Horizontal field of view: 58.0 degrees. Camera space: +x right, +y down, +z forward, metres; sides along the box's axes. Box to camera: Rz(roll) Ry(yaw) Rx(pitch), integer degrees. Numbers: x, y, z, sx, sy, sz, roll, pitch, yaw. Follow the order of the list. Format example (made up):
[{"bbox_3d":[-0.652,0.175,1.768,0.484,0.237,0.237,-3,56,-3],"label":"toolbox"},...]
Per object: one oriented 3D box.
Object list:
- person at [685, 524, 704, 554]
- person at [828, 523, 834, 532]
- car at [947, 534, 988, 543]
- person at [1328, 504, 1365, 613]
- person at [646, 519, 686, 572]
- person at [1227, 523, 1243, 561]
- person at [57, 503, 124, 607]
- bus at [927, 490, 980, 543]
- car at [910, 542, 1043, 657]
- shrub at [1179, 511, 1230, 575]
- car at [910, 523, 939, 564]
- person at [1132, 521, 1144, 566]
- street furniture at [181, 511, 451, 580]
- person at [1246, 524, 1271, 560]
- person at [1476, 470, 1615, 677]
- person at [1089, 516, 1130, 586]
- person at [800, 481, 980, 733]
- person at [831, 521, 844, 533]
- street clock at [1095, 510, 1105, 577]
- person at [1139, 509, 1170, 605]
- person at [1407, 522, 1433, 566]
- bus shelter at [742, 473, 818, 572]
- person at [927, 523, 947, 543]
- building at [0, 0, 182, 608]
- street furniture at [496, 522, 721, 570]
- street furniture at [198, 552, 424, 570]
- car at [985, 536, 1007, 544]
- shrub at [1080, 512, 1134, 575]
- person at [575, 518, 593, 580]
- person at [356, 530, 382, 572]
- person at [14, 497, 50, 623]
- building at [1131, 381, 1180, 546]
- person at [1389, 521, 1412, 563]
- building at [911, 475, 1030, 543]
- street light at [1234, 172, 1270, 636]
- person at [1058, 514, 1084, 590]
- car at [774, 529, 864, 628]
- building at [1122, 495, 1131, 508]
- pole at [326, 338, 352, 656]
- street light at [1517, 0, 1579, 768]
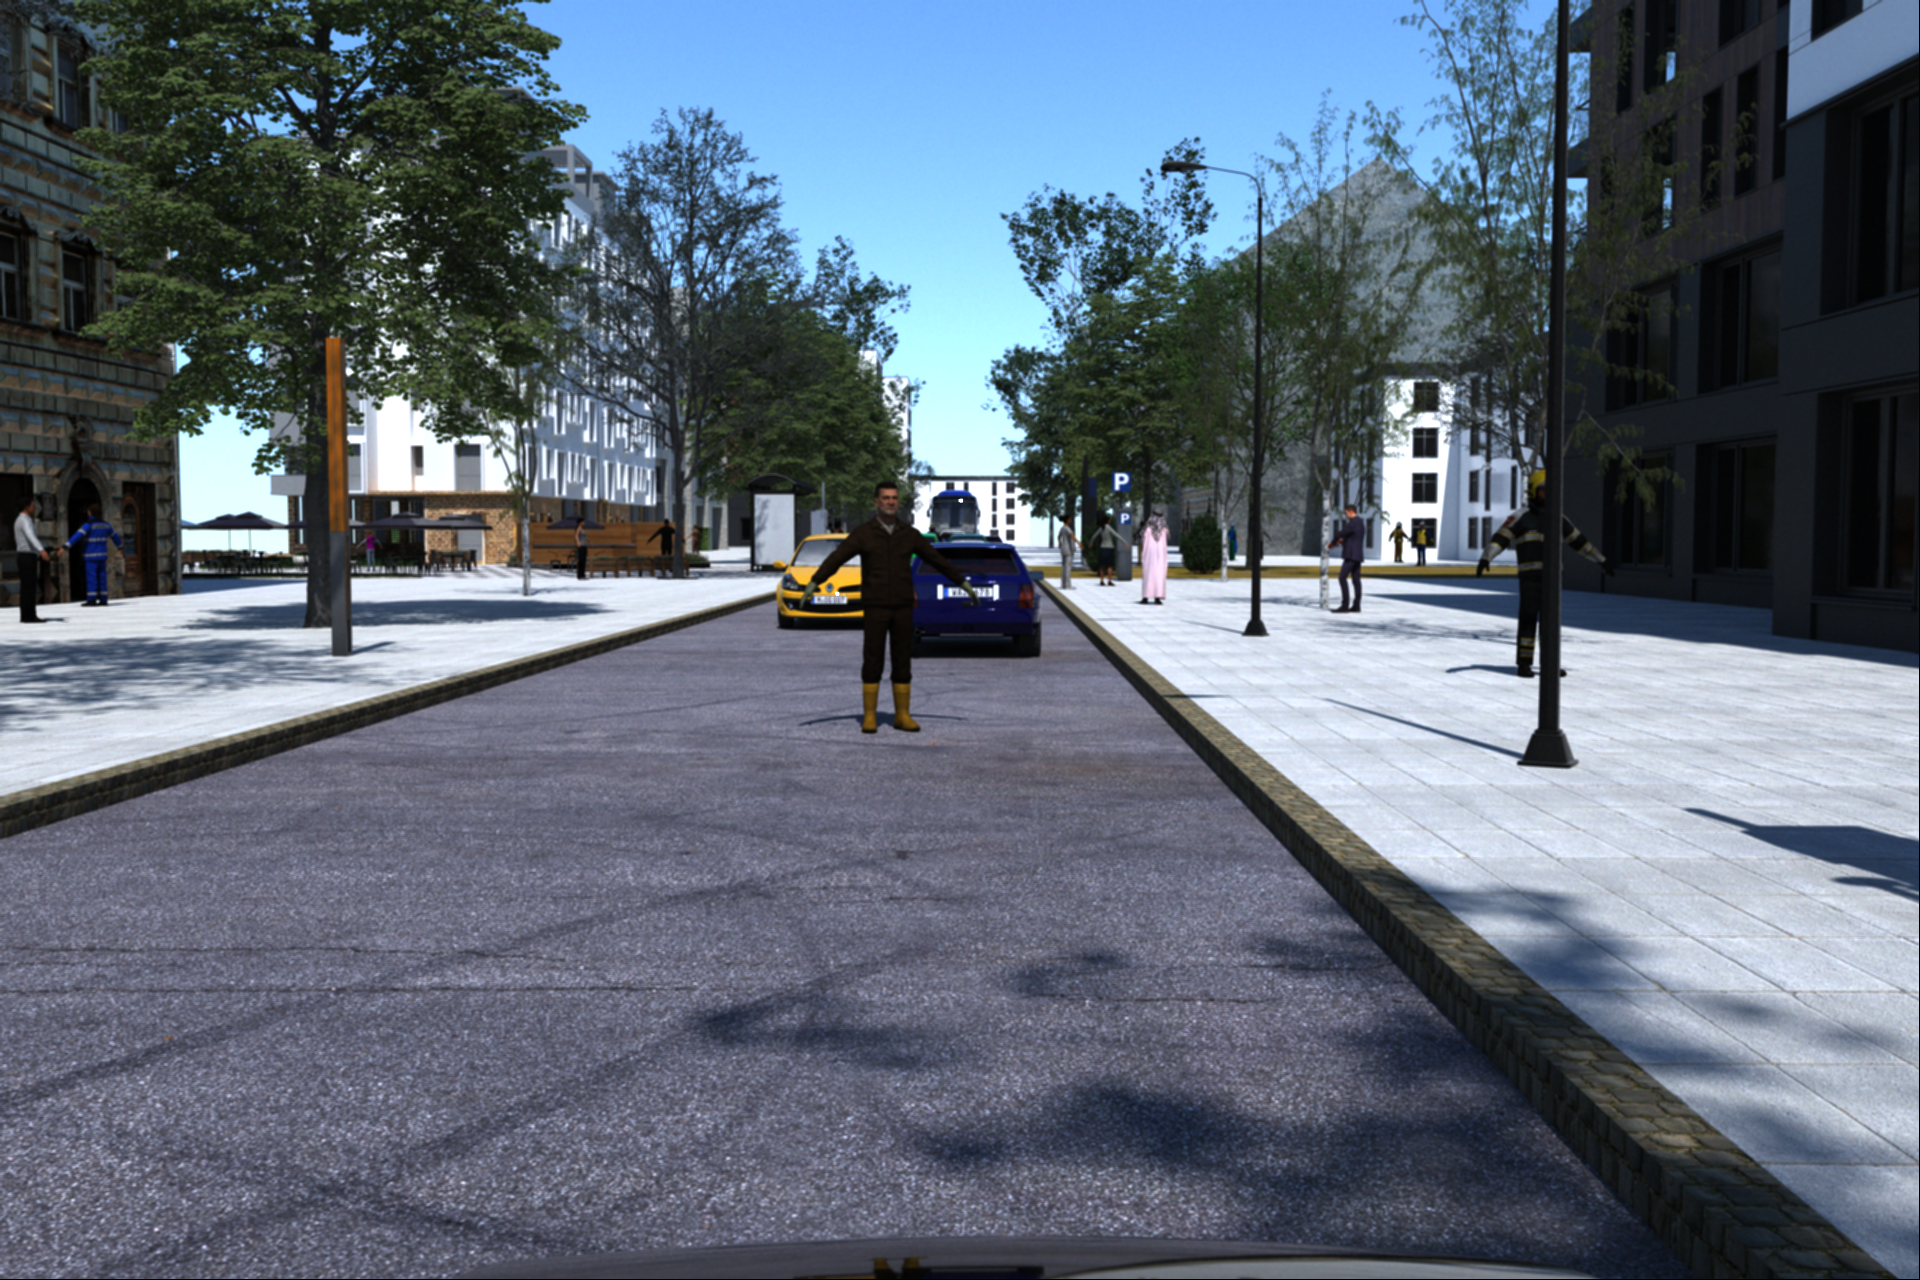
[{"bbox_3d":[-12.441,-4.547,81.149,0.721,1.733,1.217,3,4,38],"label":"person"},{"bbox_3d":[-6.470,-4.928,86.515,1.347,1.837,0.705,-1,4,-11],"label":"person"},{"bbox_3d":[0.262,-3.076,62.085,2.131,1.459,4.920,0,4,0],"label":"car"},{"bbox_3d":[6.307,-1.338,28.372,0.568,1.767,0.683,2,4,32],"label":"person"},{"bbox_3d":[-9.918,-3.201,58.557,1.346,1.802,0.704,-1,4,-16],"label":"person"},{"bbox_3d":[13.105,-4.706,83.062,0.704,1.817,1.347,-2,4,-26],"label":"person"},{"bbox_3d":[-15.380,-1.516,30.768,0.704,1.831,1.345,1,4,23],"label":"person"},{"bbox_3d":[-0.199,-6.642,100.138,2.896,3.916,12.251,0,4,1],"label":"bus"},{"bbox_3d":[0.092,-0.551,21.591,1.945,1.354,3.894,0,3,0],"label":"car"},{"bbox_3d":[7.778,-3.106,55.196,1.690,2.028,1.600,0,3,0],"label":"shrub"},{"bbox_3d":[-1.375,-2.772,54.123,1.959,1.807,4.718,0,4,1],"label":"car"},{"bbox_3d":[7.387,-3.928,70.501,1.348,1.796,0.705,-2,4,-29],"label":"person"},{"bbox_3d":[-29.757,-2.719,49.491,27.439,1.986,14.083,1,4,8],"label":"street furniture"},{"bbox_3d":[14.982,-4.927,86.678,1.348,1.813,0.705,-1,4,-14],"label":"person"},{"bbox_3d":[5.222,-0.599,15.560,1.351,1.858,0.704,-1,4,-13],"label":"person"},{"bbox_3d":[3.679,-2.204,42.874,1.217,1.735,0.721,3,5,40],"label":"person"},{"bbox_3d":[-0.519,-0.243,12.569,1.346,1.812,0.704,-1,4,-17],"label":"person"},{"bbox_3d":[-5.189,-4.145,73.916,1.345,1.843,0.704,2,4,31],"label":"person"},{"bbox_3d":[4.212,-2.889,51.807,0.358,2.002,0.471,0,3,0],"label":"street clock"},{"bbox_3d":[3.563,-1.521,31.578,0.551,1.740,0.621,-1,4,-16],"label":"person"},{"bbox_3d":[18.452,-3.850,69.405,0.721,1.772,1.216,-3,5,-41],"label":"person"},{"bbox_3d":[-6.234,-4.080,60.630,2.014,3.302,5.546,0,4,1],"label":"bus shelter"},{"bbox_3d":[-1.058,-3.589,66.915,1.354,1.856,0.705,1,4,19],"label":"person"},{"bbox_3d":[-25.850,-11.996,27.068,19.493,23.208,18.063,0,4,1],"label":"building"},{"bbox_3d":[-12.925,-3.708,67.478,9.812,1.723,11.010,-2,4,-30],"label":"street furniture"},{"bbox_3d":[-24.512,-3.114,66.538,5.734,0.657,10.072,1,4,15],"label":"street furniture"},{"bbox_3d":[1.549,-4.849,91.865,1.945,1.354,3.894,0,3,0],"label":"car"},{"bbox_3d":[4.566,-3.023,53.846,1.690,2.028,1.600,0,3,0],"label":"shrub"},{"bbox_3d":[-10.531,-2.554,48.573,0.721,1.737,1.217,0,4,5],"label":"person"},{"bbox_3d":[-20.141,-3.047,59.088,0.599,1.433,0.991,3,5,39],"label":"person"},{"bbox_3d":[-13.477,-1.158,25.097,0.704,1.810,1.344,-3,5,-40],"label":"person"},{"bbox_3d":[28.929,-22.066,191.714,19.493,23.208,18.063,0,4,1],"label":"building"},{"bbox_3d":[19.806,-4.425,78.118,0.705,1.858,1.354,-2,4,-33],"label":"person"},{"bbox_3d":[-4.035,-18.448,246.231,28.070,9.664,9.099,0,4,4],"label":"building"},{"bbox_3d":[4.278,-3.007,21.704,1.470,5.913,1.316,0,4,0],"label":"street light"},{"bbox_3d":[2.555,-2.045,40.200,0.721,1.739,1.217,-1,4,-21],"label":"person"},{"bbox_3d":[-1.887,-1.060,27.549,2.015,1.641,3.980,0,4,1],"label":"car"},{"bbox_3d":[25.417,-16.915,218.706,9.099,9.664,28.070,0,4,1],"label":"building"},{"bbox_3d":[-6.498,-1.485,18.122,0.158,3.312,0.155,0,3,0],"label":"pole"},{"bbox_3d":[3.820,-2.258,9.461,1.470,5.913,1.316,0,4,1],"label":"street light"}]
